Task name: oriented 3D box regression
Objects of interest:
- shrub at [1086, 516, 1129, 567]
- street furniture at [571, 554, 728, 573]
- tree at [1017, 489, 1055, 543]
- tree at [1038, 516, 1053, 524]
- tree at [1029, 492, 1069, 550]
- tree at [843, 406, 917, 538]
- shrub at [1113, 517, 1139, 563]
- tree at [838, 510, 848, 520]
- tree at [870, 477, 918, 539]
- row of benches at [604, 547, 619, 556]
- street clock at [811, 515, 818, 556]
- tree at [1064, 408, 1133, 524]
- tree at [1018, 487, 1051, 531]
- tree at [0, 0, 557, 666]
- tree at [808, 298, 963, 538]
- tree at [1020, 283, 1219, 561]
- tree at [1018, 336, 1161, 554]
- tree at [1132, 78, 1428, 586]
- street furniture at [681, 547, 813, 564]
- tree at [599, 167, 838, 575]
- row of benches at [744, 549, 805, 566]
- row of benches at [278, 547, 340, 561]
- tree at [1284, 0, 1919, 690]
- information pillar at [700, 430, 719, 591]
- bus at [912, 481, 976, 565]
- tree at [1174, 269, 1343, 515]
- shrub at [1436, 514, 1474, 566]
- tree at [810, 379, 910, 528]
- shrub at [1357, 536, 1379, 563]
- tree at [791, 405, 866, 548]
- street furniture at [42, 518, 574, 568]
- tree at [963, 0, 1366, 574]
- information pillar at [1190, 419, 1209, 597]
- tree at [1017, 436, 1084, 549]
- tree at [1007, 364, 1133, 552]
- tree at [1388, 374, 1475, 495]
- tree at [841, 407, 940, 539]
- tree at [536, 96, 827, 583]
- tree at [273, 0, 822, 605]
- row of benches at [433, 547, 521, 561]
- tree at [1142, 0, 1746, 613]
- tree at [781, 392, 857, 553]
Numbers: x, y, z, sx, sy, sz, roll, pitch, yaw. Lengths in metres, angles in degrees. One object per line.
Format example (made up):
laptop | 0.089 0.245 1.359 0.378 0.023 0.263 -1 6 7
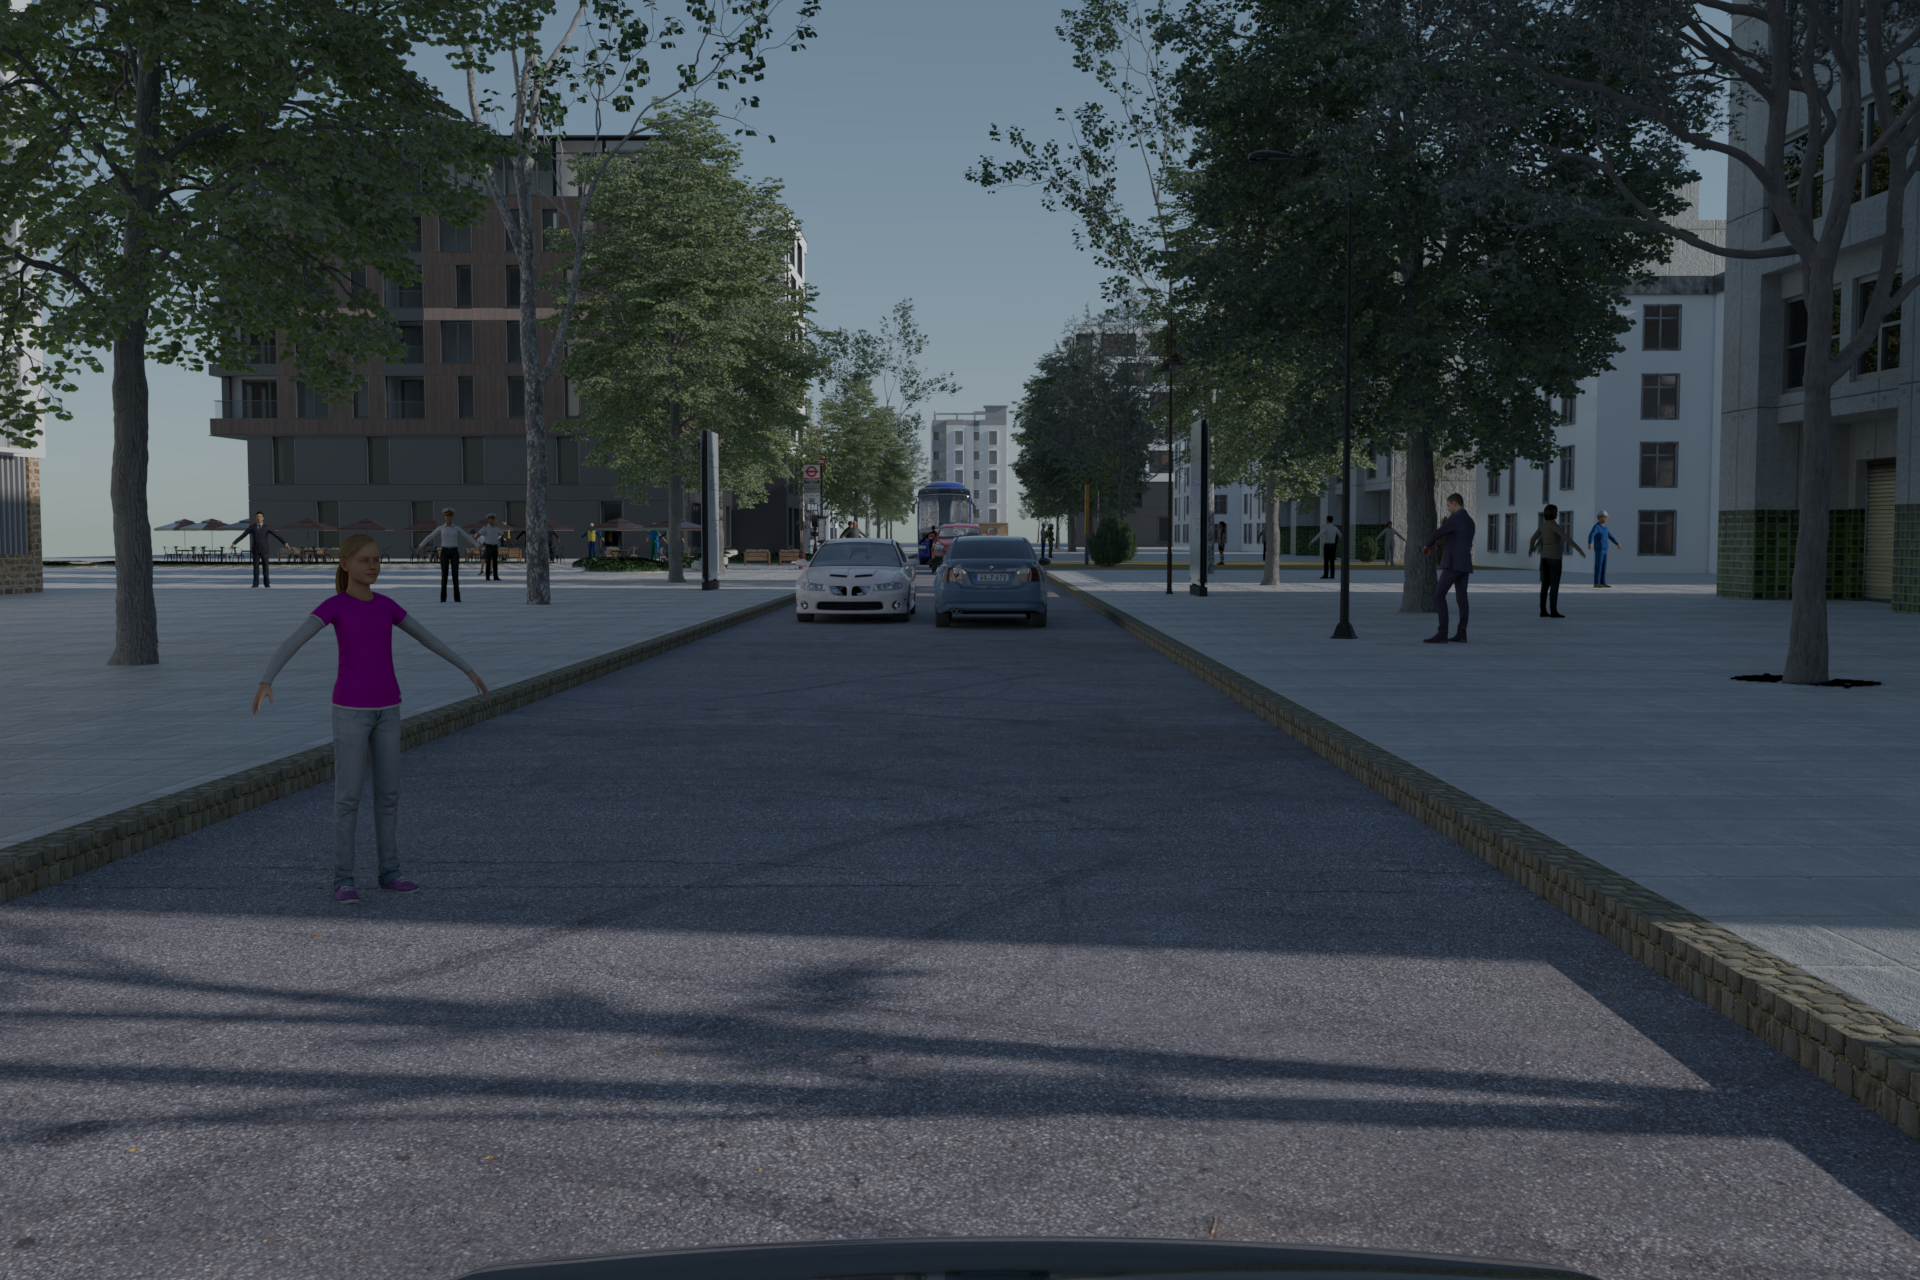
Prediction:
shrub | 5.753 -3.858 67.494 1.690 2.028 1.600 0 3 0
street furniture | -11.067 -2.843 62.107 5.734 0.657 10.072 -1 4 -12
tree | 12.014 -19.871 259.307 7.601 10.594 8.767 0 4 6
tree | 13.318 -18.480 252.516 4.360 8.622 3.978 0 3 0
tree | 8.082 -11.535 138.954 4.360 8.622 3.978 0 3 0
tree | -7.371 -14.384 153.302 7.486 12.596 7.792 0 3 0
shrub | 7.142 -4.436 76.940 1.690 2.028 1.600 0 3 0
tree | -19.688 -19.887 259.566 7.601 10.594 8.767 1 4 9
tree | -9.673 -20.482 253.014 7.486 12.596 7.792 0 3 0
row of benches | -16.441 -4.062 81.872 1.422 0.672 4.104 -1 4 -13
street clock | -5.403 -3.675 64.649 0.358 2.002 0.471 0 4 2
tree | 8.147 -9.053 98.379 4.737 8.622 4.395 0 3 0
tree | 7.909 -13.248 166.974 4.737 8.622 4.395 0 3 0
tree | -7.788 -6.045 16.967 7.486 12.596 7.792 0 3 0
tree | -6.581 -17.317 139.020 12.611 20.169 13.585 0 3 0
tree | 7.892 -10.599 83.656 12.009 13.543 11.850 0 3 0
tree | 8.225 -12.439 110.029 9.857 13.997 8.962 0 3 0
tree | 7.987 -7.659 43.353 7.486 12.596 7.792 0 3 0
street furniture | -9.441 -3.835 78.329 5.734 0.657 10.072 0 4 8
tree | -7.722 -8.333 54.372 7.486 12.596 7.792 0 3 0
row of benches | -6.993 -3.409 71.199 4.104 0.672 1.422 -1 4 -10
row of benches | -29.978 -3.980 80.532 4.104 0.672 1.422 2 4 26
tree | 7.419 -6.371 14.529 12.009 13.543 11.850 0 3 0
information pillar | -5.763 -2.974 39.946 0.184 3.620 1.656 0 4 0
bus | -0.710 -5.687 84.536 2.896 3.916 12.251 0 4 0
tree | 12.675 -9.349 70.988 7.486 12.596 7.792 0 3 0
shrub | 18.176 -3.681 64.218 1.661 2.075 1.752 0 3 0
tree | -7.537 -12.735 126.344 7.486 12.596 7.792 0 3 0
shrub | 18.222 -4.052 77.366 1.383 1.207 1.383 0 3 0
tree | -7.649 -8.980 97.186 4.737 8.622 4.395 0 3 0
street furniture | -30.804 -4.044 71.151 27.439 1.986 14.083 0 4 7
tree | 6.981 -12.250 56.175 12.611 20.169 13.585 0 3 0
information pillar | 4.996 -2.745 36.191 0.184 3.620 1.656 0 4 1
tree | 8.620 -13.725 150.158 9.928 11.665 9.643 0 3 0
tree | 7.967 -13.305 124.185 9.857 13.997 8.962 0 3 0
tree | 20.028 -7.697 76.205 4.360 8.622 3.978 0 3 0
tree | -6.992 -15.620 165.758 12.009 13.543 11.850 0 3 0
tree | -7.373 -7.771 45.176 7.486 12.596 7.792 0 3 0
tree | -8.307 -10.625 29.615 12.611 20.169 13.585 0 3 0
row of benches | -22.680 -4.015 81.102 4.104 0.672 1.422 -2 4 -25
tree | 7.586 -7.426 28.075 9.857 13.997 8.962 0 3 0
tree | -7.739 -8.583 90.691 4.737 8.622 4.395 0 3 0
